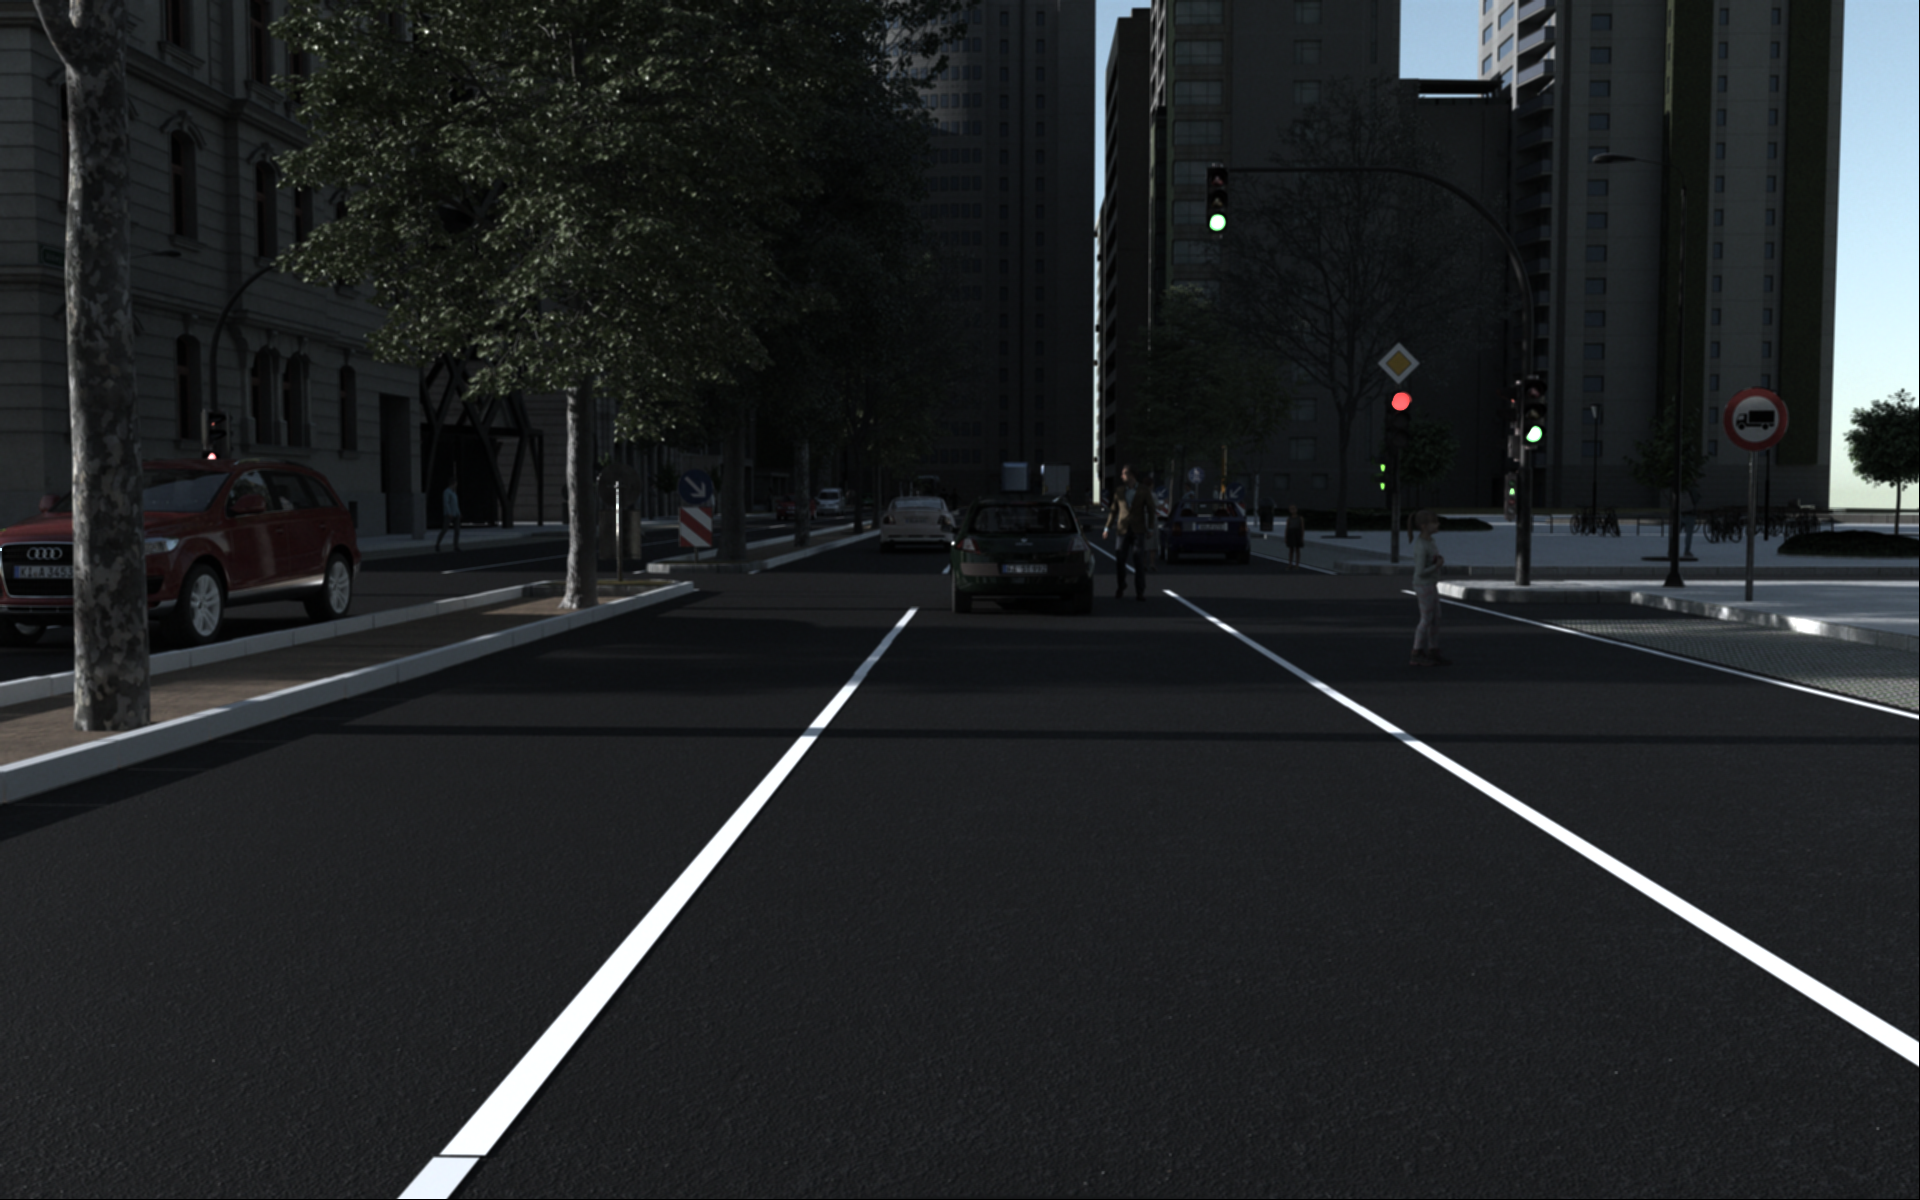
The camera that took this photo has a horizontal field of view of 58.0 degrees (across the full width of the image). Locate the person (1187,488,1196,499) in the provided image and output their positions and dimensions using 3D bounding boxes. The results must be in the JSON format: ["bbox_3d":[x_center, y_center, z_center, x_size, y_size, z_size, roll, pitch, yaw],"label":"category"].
[{"bbox_3d":[14.647,-6.328,110.185,0.721,1.739,1.217,3,5,43],"label":"person"}]

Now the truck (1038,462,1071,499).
[{"bbox_3d":[8.725,-10.411,159.135,2.839,4.237,11.283,0,4,1],"label":"truck"}]

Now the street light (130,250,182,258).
[{"bbox_3d":[-15.507,-3.705,33.115,1.470,5.913,1.316,0,4,2],"label":"street light"}]

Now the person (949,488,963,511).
[{"bbox_3d":[-0.335,-6.637,117.043,0.705,1.821,1.348,-3,5,-44],"label":"person"}]

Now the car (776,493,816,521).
[{"bbox_3d":[-8.965,-5.248,94.852,2.155,1.783,4.494,0,4,2],"label":"car"}]

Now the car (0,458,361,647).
[{"bbox_3d":[-8.028,-0.569,17.975,2.281,1.827,5.304,0,4,2],"label":"car"}]

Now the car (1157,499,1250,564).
[{"bbox_3d":[5.164,-1.484,36.850,1.945,1.354,3.894,0,4,3],"label":"car"}]

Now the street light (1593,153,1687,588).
[{"bbox_3d":[9.334,-3.134,23.786,1.470,5.913,1.316,0,4,2],"label":"street light"}]

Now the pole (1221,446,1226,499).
[{"bbox_3d":[11.172,-4.863,73.359,0.158,3.312,0.155,0,3,0],"label":"pole"}]

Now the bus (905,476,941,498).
[{"bbox_3d":[-3.484,-10.590,168.003,2.948,3.499,13.247,0,4,2],"label":"bus"}]

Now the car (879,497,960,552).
[{"bbox_3d":[-1.049,-1.931,43.941,2.083,1.381,4.827,0,3,0],"label":"car"}]

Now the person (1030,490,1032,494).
[{"bbox_3d":[6.533,-9.411,162.312,0.705,1.831,1.348,3,5,41],"label":"person"}]

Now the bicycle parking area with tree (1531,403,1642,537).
[{"bbox_3d":[22.751,-4.157,54.963,8.231,4.147,9.016,1,4,12],"label":"bicycle parking area with tree"}]

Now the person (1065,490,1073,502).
[{"bbox_3d":[9.079,-8.272,144.474,0.721,1.735,1.217,-2,4,-26],"label":"person"}]

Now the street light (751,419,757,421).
[{"bbox_3d":[-13.324,-8.269,107.739,1.470,5.913,1.316,0,4,2],"label":"street light"}]

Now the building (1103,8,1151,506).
[{"bbox_3d":[25.471,-33.446,170.544,21.300,48.544,21.600,0,4,2],"label":"building"}]

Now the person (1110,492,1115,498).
[{"bbox_3d":[14.001,-9.070,154.305,1.348,1.831,0.705,1,4,20],"label":"person"}]

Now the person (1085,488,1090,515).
[{"bbox_3d":[8.658,-6.639,117.051,0.705,1.824,1.348,0,4,5],"label":"person"}]

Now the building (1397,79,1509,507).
[{"bbox_3d":[45.898,-29.997,174.043,14.086,41.232,14.154,0,4,2],"label":"building"}]

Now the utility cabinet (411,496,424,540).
[{"bbox_3d":[-15.294,-2.302,48.799,0.306,1.237,1.020,-1,4,-20],"label":"utility cabinet"}]

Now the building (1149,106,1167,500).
[{"bbox_3d":[21.358,-22.043,132.108,14.160,30.474,14.107,0,4,2],"label":"building"}]

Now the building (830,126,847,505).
[{"bbox_3d":[-23.882,-35.419,202.794,21.600,48.544,21.300,0,4,2],"label":"building"}]

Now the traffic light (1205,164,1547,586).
[{"bbox_3d":[5.753,-3.021,24.056,4.771,5.953,1.251,0,4,2],"label":"traffic light"}]

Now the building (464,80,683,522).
[{"bbox_3d":[-22.686,-15.245,91.061,13.314,21.916,24.055,0,4,2],"label":"building"}]

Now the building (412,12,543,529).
[{"bbox_3d":[-24.759,-12.096,65.217,16.820,18.784,16.811,0,4,2],"label":"building"}]

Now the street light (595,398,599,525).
[{"bbox_3d":[-14.377,-6.020,70.965,1.470,5.913,1.316,0,4,2],"label":"street light"}]

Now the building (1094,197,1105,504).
[{"bbox_3d":[28.444,-31.516,207.162,23.993,40.220,32.217,0,4,2],"label":"building"}]

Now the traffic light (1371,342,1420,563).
[{"bbox_3d":[8.077,-2.642,32.118,0.839,4.253,0.868,0,4,2],"label":"traffic light"}]

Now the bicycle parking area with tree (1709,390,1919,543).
[{"bbox_3d":[24.350,-3.623,46.242,9.016,4.147,8.231,-3,5,-44],"label":"bicycle parking area with tree"}]

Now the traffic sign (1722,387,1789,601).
[{"bbox_3d":[9.456,-1.258,20.682,0.768,2.556,0.104,0,4,3],"label":"traffic sign"}]

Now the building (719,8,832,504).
[{"bbox_3d":[-27.322,-38.543,172.171,28.212,58.520,21.231,0,4,2],"label":"building"}]

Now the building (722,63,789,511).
[{"bbox_3d":[-30.764,-27.469,140.996,32.217,40.220,23.993,0,4,2],"label":"building"}]

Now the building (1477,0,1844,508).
[{"bbox_3d":[66.898,-38.290,168.039,28.212,58.520,21.231,0,4,2],"label":"building"}]

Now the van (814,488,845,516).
[{"bbox_3d":[-8.597,-6.590,114.762,2.013,2.044,4.112,0,4,2],"label":"van"}]

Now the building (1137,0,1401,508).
[{"bbox_3d":[25.173,-43.453,148.714,20.563,71.187,20.611,0,4,2],"label":"building"}]

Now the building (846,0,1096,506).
[{"bbox_3d":[1.134,-40.352,201.749,28.212,58.520,21.231,0,4,2],"label":"building"}]

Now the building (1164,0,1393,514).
[{"bbox_3d":[20.912,-26.552,117.716,14.154,41.232,14.086,0,4,2],"label":"building"}]

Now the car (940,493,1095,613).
[{"bbox_3d":[0.747,-0.761,22.237,2.009,1.686,4.222,0,4,0],"label":"car"}]

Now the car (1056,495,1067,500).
[{"bbox_3d":[7.668,-7.801,139.904,2.083,1.381,4.827,0,4,0],"label":"car"}]

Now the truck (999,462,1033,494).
[{"bbox_3d":[4.459,-9.230,140.663,2.967,4.110,18.799,0,4,2],"label":"truck"}]

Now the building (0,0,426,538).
[{"bbox_3d":[-23.949,-15.740,44.742,14.401,28.519,23.554,0,4,2],"label":"building"}]

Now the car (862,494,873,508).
[{"bbox_3d":[-9.661,-10.537,181.083,1.959,1.807,4.718,0,4,3],"label":"car"}]

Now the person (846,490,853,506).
[{"bbox_3d":[-11.671,-10.811,183.742,0.756,1.711,0.436,0,4,-1],"label":"person"}]

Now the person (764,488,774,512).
[{"bbox_3d":[-13.586,-7.130,123.339,0.721,1.735,1.217,2,4,24],"label":"person"}]

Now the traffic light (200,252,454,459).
[{"bbox_3d":[-11.982,-3.550,32.716,4.771,5.953,1.251,0,4,2],"label":"traffic light"}]

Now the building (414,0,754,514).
[{"bbox_3d":[-25.108,-41.551,117.618,20.563,71.187,20.611,0,4,2],"label":"building"}]
